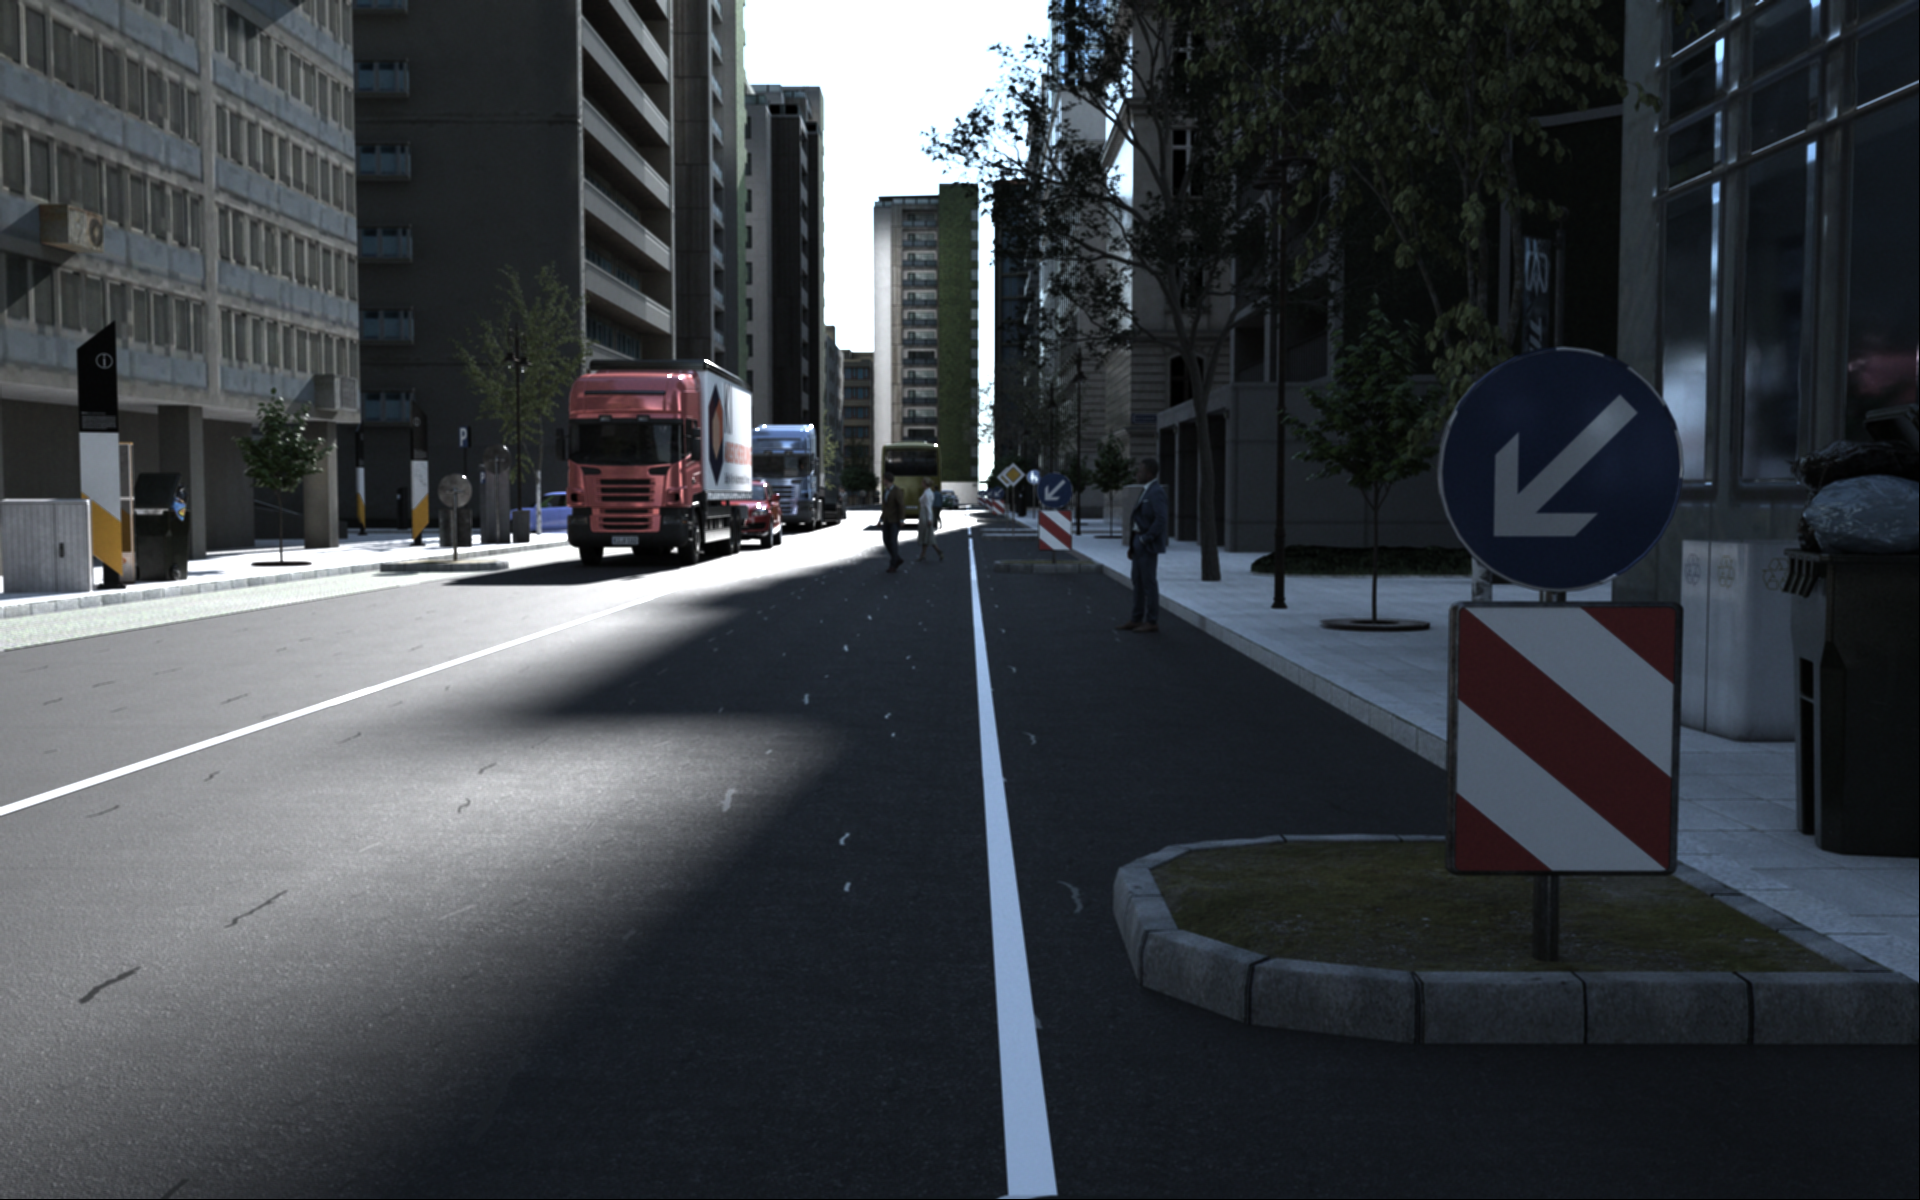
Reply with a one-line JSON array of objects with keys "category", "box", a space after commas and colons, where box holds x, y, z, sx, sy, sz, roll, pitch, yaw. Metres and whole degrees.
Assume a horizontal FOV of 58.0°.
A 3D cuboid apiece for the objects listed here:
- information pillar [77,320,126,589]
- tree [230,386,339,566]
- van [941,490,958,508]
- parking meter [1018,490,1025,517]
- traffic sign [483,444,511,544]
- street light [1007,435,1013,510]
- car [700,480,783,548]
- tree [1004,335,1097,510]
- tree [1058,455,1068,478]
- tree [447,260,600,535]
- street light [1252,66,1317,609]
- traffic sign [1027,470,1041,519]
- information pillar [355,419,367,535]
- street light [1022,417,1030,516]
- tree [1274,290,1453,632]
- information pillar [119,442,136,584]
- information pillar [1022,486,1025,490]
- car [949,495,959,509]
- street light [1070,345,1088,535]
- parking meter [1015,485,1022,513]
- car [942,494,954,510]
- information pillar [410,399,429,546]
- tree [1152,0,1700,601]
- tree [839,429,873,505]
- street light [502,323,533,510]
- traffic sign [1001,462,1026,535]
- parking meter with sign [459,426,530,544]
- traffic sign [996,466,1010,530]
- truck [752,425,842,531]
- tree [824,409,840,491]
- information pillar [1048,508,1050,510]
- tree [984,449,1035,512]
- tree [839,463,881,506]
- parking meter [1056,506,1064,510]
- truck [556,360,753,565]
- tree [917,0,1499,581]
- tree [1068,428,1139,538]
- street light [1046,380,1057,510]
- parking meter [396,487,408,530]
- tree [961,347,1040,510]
[{"category": "information pillar", "box": [-11.557, -1.954, 23.295, 0.504, 3.616, 0.183, -2, 4, -32]}, {"category": "tree", "box": [-12.356, -2.240, 31.225, 1.663, 3.219, 1.824, 0, 3, 0]}, {"category": "van", "box": [-1.269, -10.493, 178.565, 2.013, 2.044, 4.112, 0, 4, 2]}, {"category": "parking meter", "box": [3.494, -5.512, 98.538, 0.372, 1.533, 0.369, 0, 3, 0]}, {"category": "traffic sign", "box": [-11.831, -2.699, 44.241, 0.768, 2.556, 0.104, 1, 4, 10]}, {"category": "street light", "box": [3.988, -10.020, 136.617, 0.468, 5.910, 1.993, 0, 4, 0]}, {"category": "car", "box": [-6.017, -2.372, 47.450, 2.281, 1.827, 5.304, 0, 4, -2]}, {"category": "tree", "box": [4.134, -8.000, 81.165, 4.360, 8.622, 3.978, 0, 3, 0]}, {"category": "tree", "box": [4.810, -4.781, 72.769, 1.663, 3.219, 1.824, 0, 3, 0]}, {"category": "tree", "box": [-13.412, -6.334, 53.931, 4.737, 8.622, 4.395, 0, 3, 0]}, {"category": "street light", "box": [3.589, -2.844, 19.295, 0.468, 5.910, 1.993, 0, 4, 0]}, {"category": "traffic sign", "box": [3.851, -5.499, 90.013, 0.768, 2.556, 0.104, 0, 4, 3]}, {"category": "information pillar", "box": [-18.633, -3.821, 53.820, 0.183, 3.616, 0.504, 0, 4, 0]}, {"category": "street light", "box": [3.920, -7.997, 103.546, 0.468, 5.910, 1.993, 0, 4, 0]}, {"category": "tree", "box": [3.849, -1.343, 16.567, 1.663, 3.219, 1.824, 0, 3, 0]}, {"category": "information pillar", "box": [-11.940, -1.235, 24.680, 0.304, 2.012, 0.304, -1, 4, -21]}, {"category": "information pillar", "box": [4.828, -8.612, 132.159, 0.183, 3.616, 0.504, 1, 4, 16]}, {"category": "car", "box": [-1.072, -9.450, 166.874, 2.083, 1.381, 4.827, 0, 4, -1]}, {"category": "street light", "box": [3.696, -4.959, 53.875, 0.468, 5.910, 1.993, 0, 4, 0]}, {"category": "parking meter", "box": [3.958, -6.791, 116.741, 0.399, 1.863, 0.255, -2, 4, -35]}, {"category": "car", "box": [-1.579, -8.706, 154.145, 2.131, 1.459, 4.920, 0, 4, -1]}, {"category": "information pillar", "box": [-13.361, -3.145, 42.784, 0.183, 3.616, 0.504, 2, 4, 30]}, {"category": "tree", "box": [3.456, -3.774, 12.070, 4.737, 8.622, 4.395, 0, 3, 0]}, {"category": "tree", "box": [-11.530, -14.935, 194.548, 4.737, 8.622, 4.395, 0, 3, 0]}, {"category": "street light", "box": [-11.938, -4.529, 46.841, 0.468, 5.910, 1.993, 0, 4, 0]}, {"category": "traffic sign", "box": [1.674, -3.107, 54.447, 0.795, 2.450, 0.064, 0, 4, 0]}, {"category": "parking meter with sign", "box": [-12.101, -2.989, 45.125, 1.738, 3.016, 0.543, -3, 5, -41]}, {"category": "traffic sign", "box": [1.702, -3.596, 62.432, 0.795, 2.450, 0.064, 0, 4, 0]}, {"category": "truck", "box": [-6.810, -5.106, 73.246, 2.967, 4.110, 18.799, 0, 4, 0]}, {"category": "tree", "box": [-11.733, -11.687, 141.441, 4.360, 8.622, 3.978, 0, 3, 0]}, {"category": "information pillar", "box": [4.108, -4.406, 76.534, 0.304, 2.012, 0.304, 2, 4, 30]}, {"category": "tree", "box": [3.856, -8.713, 126.165, 4.285, 4.588, 4.351, 0, 3, 0]}, {"category": "tree", "box": [-11.371, -12.326, 185.237, 4.285, 4.588, 4.351, 0, 3, 0]}, {"category": "parking meter", "box": [3.981, -3.714, 69.127, 0.372, 1.533, 0.369, 0, 3, 0]}, {"category": "truck", "box": [-6.494, -3.031, 38.466, 2.839, 4.237, 11.283, 0, 3, 0]}, {"category": "tree", "box": [3.705, -5.582, 25.673, 8.767, 10.594, 7.601, 0, 4, -6]}, {"category": "tree", "box": [4.309, -3.425, 50.607, 1.663, 3.219, 1.824, 0, 3, 0]}, {"category": "street light", "box": [3.727, -5.975, 70.474, 0.468, 5.910, 1.993, 0, 4, 0]}, {"category": "parking meter", "box": [-20.129, -3.308, 62.495, 0.372, 1.533, 0.369, 0, 3, 0]}, {"category": "tree", "box": [5.118, -14.285, 143.928, 12.009, 13.543, 11.850, 0, 3, 0]}]
